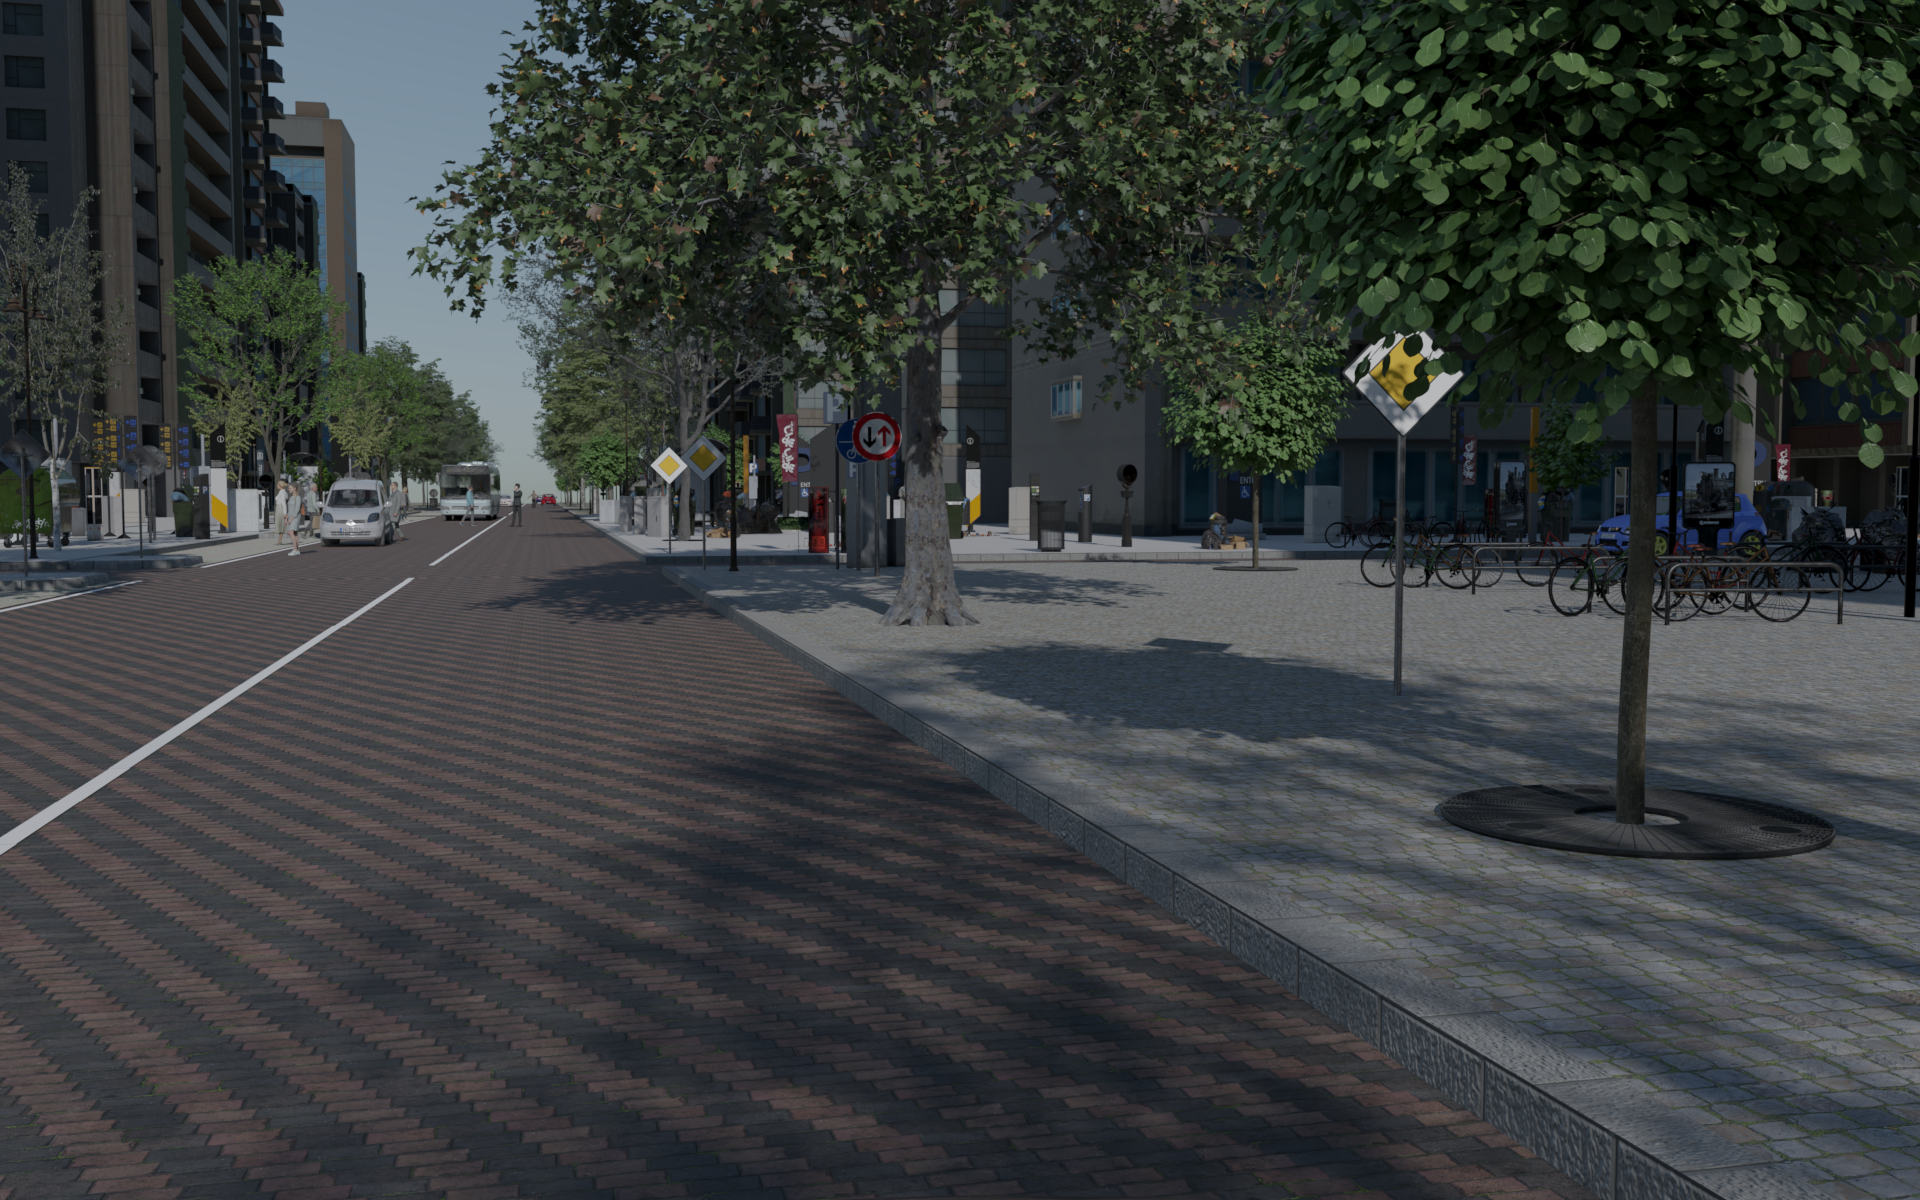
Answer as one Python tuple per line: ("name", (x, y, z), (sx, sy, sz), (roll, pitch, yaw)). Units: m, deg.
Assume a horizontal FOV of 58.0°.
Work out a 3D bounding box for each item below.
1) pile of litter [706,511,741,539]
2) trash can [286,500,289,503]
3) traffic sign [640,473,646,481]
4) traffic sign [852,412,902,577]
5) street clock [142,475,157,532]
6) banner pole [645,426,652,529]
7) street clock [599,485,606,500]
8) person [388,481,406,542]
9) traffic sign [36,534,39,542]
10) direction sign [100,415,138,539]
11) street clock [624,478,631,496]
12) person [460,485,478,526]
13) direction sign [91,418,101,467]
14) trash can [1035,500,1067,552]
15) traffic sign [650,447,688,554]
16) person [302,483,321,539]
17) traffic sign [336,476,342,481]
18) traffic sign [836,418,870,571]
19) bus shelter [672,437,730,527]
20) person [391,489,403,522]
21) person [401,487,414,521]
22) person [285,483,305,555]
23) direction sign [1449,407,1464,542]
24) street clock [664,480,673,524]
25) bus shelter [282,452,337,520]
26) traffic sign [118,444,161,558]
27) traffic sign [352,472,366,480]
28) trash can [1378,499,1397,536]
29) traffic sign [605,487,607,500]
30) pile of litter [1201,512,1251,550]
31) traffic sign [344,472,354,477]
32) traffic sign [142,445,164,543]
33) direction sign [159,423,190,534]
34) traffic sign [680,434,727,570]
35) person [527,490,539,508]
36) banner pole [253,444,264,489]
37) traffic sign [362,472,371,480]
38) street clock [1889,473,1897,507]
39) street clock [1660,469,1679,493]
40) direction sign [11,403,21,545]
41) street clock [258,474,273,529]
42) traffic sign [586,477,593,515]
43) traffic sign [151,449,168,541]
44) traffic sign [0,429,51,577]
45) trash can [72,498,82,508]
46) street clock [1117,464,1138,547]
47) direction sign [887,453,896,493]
("pile of litter", (-6.981, -2.257, 50.867), (1.176, 0.858, 1.719), (1, 4, 15))
("trash can", (-29.412, -3.952, 76.261), (0.748, 1.137, 0.748), (0, 3, 0))
("traffic sign", (-18.490, -6.133, 100.387), (0.768, 2.556, 0.104), (-1, 4, -13))
("traffic sign", (-1.289, -1.639, 26.902), (0.768, 2.556, 0.104), (0, 4, -5))
("street clock", (-27.215, -3.279, 58.189), (0.471, 2.002, 0.358), (-1, 4, -18))
("banner pole", (-11.438, -4.506, 63.693), (0.401, 3.779, 0.863), (-2, 4, -25))
("street clock", (-20.156, -5.701, 97.780), (0.471, 2.002, 0.358), (3, 4, 38))
("person", (-17.122, -2.677, 52.370), (0.767, 1.812, 0.694), (-3, 4, -36))
("traffic sign", (-24.724, -2.827, 46.323), (0.768, 2.556, 0.104), (-1, 4, -10))
("direction sign", (-24.090, -3.535, 49.797), (0.876, 3.537, 0.379), (-3, 5, -41))
("street clock", (-14.532, -4.366, 75.947), (0.358, 2.002, 0.471), (-1, 4, -17))
("person", (-22.175, -4.270, 78.178), (0.748, 1.841, 0.638), (0, 4, 0))
("direction sign", (-25.669, -3.681, 52.181), (0.379, 3.537, 0.876), (3, 4, 37))
("trash can", (2.018, -1.632, 38.343), (0.748, 1.137, 0.748), (0, 3, 0))
("traffic sign", (-6.207, -2.040, 37.000), (0.795, 2.450, 0.064), (-1, 4, -14))
("person", (-20.437, -2.794, 54.667), (0.515, 1.767, 0.782), (-3, 5, -40))
("traffic sign", (-35.995, -6.097, 99.784), (0.768, 2.556, 0.104), (0, 4, -8))
("traffic sign", (-1.701, -1.767, 28.992), (0.768, 2.556, 0.104), (-1, 4, -10))
("bus shelter", (-9.717, -4.322, 64.592), (2.014, 3.302, 5.546), (-1, 4, -14))
("person", (-28.773, -4.860, 88.301), (0.623, 1.781, 0.721), (2, 4, 24))
("person", (-28.951, -5.005, 90.513), (0.728, 1.800, 0.709), (2, 4, 31))
("person", (-15.648, -1.909, 40.718), (0.512, 1.701, 0.522), (3, 5, 44))
("direction sign", (12.863, -3.235, 44.883), (0.379, 3.537, 0.876), (3, 4, 37))
("street clock", (-12.492, -4.272, 74.411), (0.358, 2.002, 0.471), (2, 4, 31))
("bus shelter", (-32.533, -5.671, 86.643), (2.014, 3.302, 5.546), (-1, 4, -14))
("traffic sign", (-16.364, -1.892, 34.570), (0.795, 2.450, 0.064), (-1, 4, -14))
("traffic sign", (-33.921, -5.973, 97.772), (0.768, 2.556, 0.104), (0, 4, -7))
("trash can", (13.094, -2.518, 52.817), (0.748, 1.137, 0.748), (0, 3, 0))
("traffic sign", (-19.840, -5.935, 97.140), (0.768, 2.556, 0.104), (0, 4, -6))
("pile of litter", (6.281, -1.623, 40.498), (1.719, 0.858, 1.176), (-3, 5, -44))
("traffic sign", (-34.943, -6.068, 99.310), (0.768, 2.556, 0.104), (0, 4, -7))
("traffic sign", (-21.210, -2.764, 45.303), (0.768, 2.556, 0.104), (-1, 4, -12))
("direction sign", (-25.199, -3.891, 55.616), (0.876, 3.537, 0.379), (-2, 4, -30))
("traffic sign", (-4.327, -1.566, 29.239), (0.795, 2.450, 0.064), (-1, 4, -14))
("person", (-43.529, -10.292, 176.779), (1.348, 1.823, 0.705), (1, 4, 17))
("banner pole", (-34.996, -5.894, 86.388), (0.863, 3.779, 0.401), (2, 4, 26))
("traffic sign", (-34.703, -6.165, 100.909), (0.768, 2.556, 0.104), (0, 4, -4))
("street clock", (32.535, -3.407, 60.274), (0.358, 2.002, 0.471), (0, 4, 2))
("street clock", (20.453, -2.778, 49.989), (0.471, 2.002, 0.358), (2, 4, 34))
("direction sign", (-23.599, -3.137, 43.288), (0.379, 3.537, 0.876), (-2, 4, -25))
("street clock", (-25.364, -3.592, 63.300), (0.471, 2.002, 0.358), (-2, 4, -27))
("traffic sign", (-22.716, -6.533, 106.922), (0.768, 2.556, 0.104), (0, 4, -5))
("traffic sign", (-22.090, -2.895, 47.437), (0.768, 2.556, 0.104), (0, 4, -8))
("traffic sign", (-14.484, -1.417, 26.809), (0.795, 2.450, 0.064), (-1, 4, -14))
("trash can", (-36.422, -3.636, 71.103), (0.748, 1.137, 0.748), (0, 3, 0))
("street clock", (4.035, -2.280, 41.850), (0.471, 2.002, 0.358), (-2, 4, -32))
("direction sign", (-3.262, -5.251, 77.856), (0.876, 3.537, 0.379), (2, 4, 25))
